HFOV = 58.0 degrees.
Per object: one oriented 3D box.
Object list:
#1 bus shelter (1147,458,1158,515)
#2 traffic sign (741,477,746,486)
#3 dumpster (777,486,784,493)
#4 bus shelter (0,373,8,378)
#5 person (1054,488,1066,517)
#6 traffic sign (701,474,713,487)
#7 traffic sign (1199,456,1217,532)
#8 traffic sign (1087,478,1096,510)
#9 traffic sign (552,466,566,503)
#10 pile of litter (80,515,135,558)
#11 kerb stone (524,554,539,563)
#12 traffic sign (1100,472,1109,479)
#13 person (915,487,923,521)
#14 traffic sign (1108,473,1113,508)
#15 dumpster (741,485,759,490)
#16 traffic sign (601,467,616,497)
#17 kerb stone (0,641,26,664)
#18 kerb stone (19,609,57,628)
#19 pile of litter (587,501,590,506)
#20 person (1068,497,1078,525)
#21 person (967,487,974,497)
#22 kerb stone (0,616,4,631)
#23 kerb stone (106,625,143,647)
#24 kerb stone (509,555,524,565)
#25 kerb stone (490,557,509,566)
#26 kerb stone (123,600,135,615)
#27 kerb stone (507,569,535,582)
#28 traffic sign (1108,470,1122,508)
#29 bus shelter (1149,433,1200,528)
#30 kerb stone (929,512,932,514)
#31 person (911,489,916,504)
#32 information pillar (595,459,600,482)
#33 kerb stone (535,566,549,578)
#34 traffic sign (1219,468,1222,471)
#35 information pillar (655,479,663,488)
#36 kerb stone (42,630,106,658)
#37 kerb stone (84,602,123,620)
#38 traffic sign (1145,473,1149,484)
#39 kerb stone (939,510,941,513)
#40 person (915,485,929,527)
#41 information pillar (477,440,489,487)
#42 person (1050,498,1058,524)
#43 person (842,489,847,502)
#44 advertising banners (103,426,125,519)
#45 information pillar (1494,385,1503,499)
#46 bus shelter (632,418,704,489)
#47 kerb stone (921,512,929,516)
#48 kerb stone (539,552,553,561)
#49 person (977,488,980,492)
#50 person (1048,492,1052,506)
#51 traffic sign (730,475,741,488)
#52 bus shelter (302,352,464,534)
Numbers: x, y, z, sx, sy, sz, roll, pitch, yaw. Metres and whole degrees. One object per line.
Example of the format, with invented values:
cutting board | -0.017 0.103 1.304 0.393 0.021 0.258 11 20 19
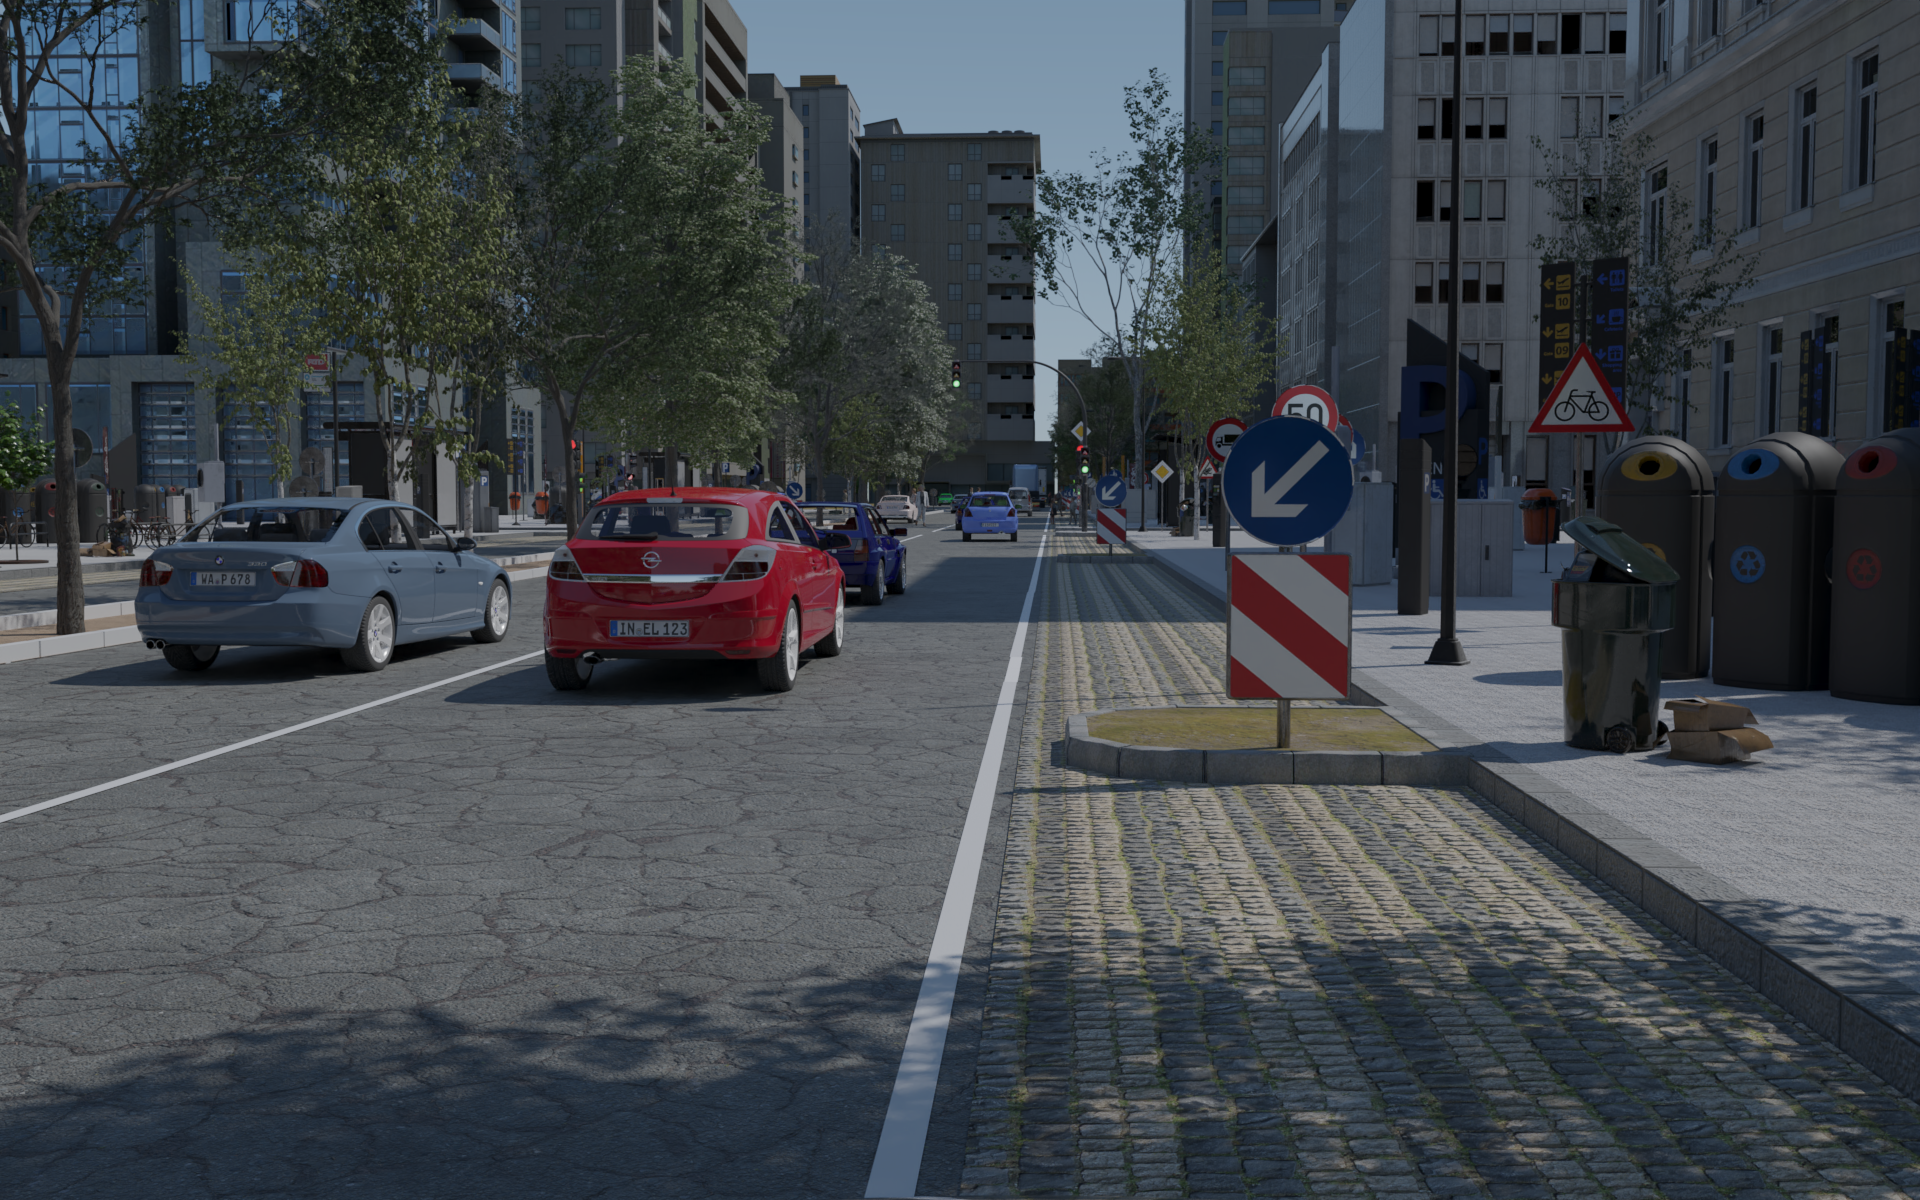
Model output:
bus shelter | 10.987 -5.958 91.343 2.014 3.302 5.546 0 4 3
traffic sign | -15.357 -7.619 124.684 0.768 2.556 0.104 0 4 4
dumpster | -12.716 -6.846 117.683 1.264 1.857 1.865 0 4 3
bus shelter | -19.668 -2.431 31.038 1.731 3.624 6.357 0 4 3
person | 6.273 -6.193 109.718 0.822 1.834 0.622 0 4 7
traffic sign | -15.796 -6.597 107.975 0.768 2.556 0.104 0 4 7
traffic sign | 8.401 -3.596 58.801 0.884 2.594 0.081 1 4 10
traffic sign | 10.329 -8.346 136.568 0.768 2.556 0.104 1 4 12
traffic sign | -17.969 -4.754 77.839 0.768 2.556 0.104 0 4 5
pile of litter | -17.593 -1.329 35.701 1.176 0.858 1.719 -1 4 -11
kerb stone | -9.052 -0.856 36.186 0.120 0.150 1.000 0 4 3
traffic sign | 8.381 -6.047 98.970 0.768 2.556 0.104 1 4 12
person | -2.143 -5.151 92.695 0.573 1.828 0.580 -1 4 -14
traffic sign | 8.498 -5.894 96.480 0.768 2.556 0.104 0 4 7
dumpster | -13.169 -6.324 109.160 1.264 1.857 1.865 0 4 3
traffic sign | -16.305 -4.906 80.315 0.768 2.556 0.104 1 4 12
kerb stone | -8.125 0.463 14.621 0.120 0.150 1.000 0 4 3
kerb stone | -10.003 0.207 18.819 0.120 0.150 1.000 0 4 3
pile of litter | -23.296 -5.899 110.414 1.176 0.858 1.719 1 4 18
person | 5.262 -4.140 80.460 0.475 1.303 0.640 2 4 32
person | 0.778 -6.224 110.043 0.659 1.850 0.755 -1 4 -16
kerb stone | -10.051 0.269 17.798 0.120 0.150 1.000 0 4 3
kerb stone | -8.013 0.338 16.662 0.120 0.150 1.000 0 4 3
kerb stone | -9.116 -0.789 35.164 0.120 0.150 1.000 0 4 3
kerb stone | -9.160 -0.728 34.143 0.120 0.150 1.000 0 4 3
kerb stone | -9.889 0.081 20.866 0.120 0.150 1.000 0 4 3
kerb stone | -7.348 -0.405 28.931 0.120 0.150 1.000 0 4 3
traffic sign | 8.039 -5.487 89.821 0.768 2.556 0.104 1 4 11
bus shelter | 8.580 -4.769 69.257 1.731 3.624 6.357 0 4 3
kerb stone | -2.238 -6.143 122.673 0.120 0.150 1.000 0 4 3
person | -2.530 -5.383 97.183 0.598 1.740 0.731 -3 5 -41
information pillar | -24.368 -7.676 116.850 0.504 3.616 0.183 -1 4 -22
kerb stone | -7.295 -0.470 29.956 0.120 0.150 1.000 0 4 3
traffic sign | 10.325 -3.976 67.134 0.606 2.300 0.079 0 4 4
information pillar | -14.200 -4.732 81.859 0.304 2.012 0.304 -2 4 -26
kerb stone | -8.067 0.401 15.641 0.120 0.150 1.000 0 4 3
kerb stone | -9.946 0.144 19.846 0.120 0.150 1.000 0 4 3
traffic sign | 10.345 -6.016 98.468 0.768 2.556 0.104 1 4 9
kerb stone | -1.740 -6.707 131.891 0.120 0.150 1.000 0 4 3
person | -1.703 -4.151 76.248 0.514 1.842 0.818 -2 4 -27
information pillar | -20.566 -5.101 74.752 0.504 3.616 0.183 1 4 14
person | 4.412 -4.175 81.430 0.362 1.253 0.373 -3 5 -44
person | -8.020 -6.814 120.459 0.362 1.759 0.519 0 4 7
advertising banners | -21.616 -2.939 44.236 0.090 3.025 2.074 -3 4 -37
information pillar | 11.700 -2.832 37.653 0.183 3.616 0.504 1 4 10
bus shelter | -14.823 -6.708 87.311 2.179 5.291 8.768 0 4 3
kerb stone | -2.411 -5.952 119.607 0.120 0.150 1.000 0 4 3
kerb stone | -8.995 -0.919 37.214 0.120 0.150 1.000 0 4 3
person | 1.120 -6.031 107.063 0.822 1.834 0.622 -3 5 -41
person | 10.540 -11.801 202.907 0.415 1.643 0.593 1 4 10
traffic sign | -14.774 -6.960 113.902 0.768 2.556 0.104 1 4 8
bus shelter | -17.291 -4.519 51.521 2.179 5.291 8.768 0 4 3
